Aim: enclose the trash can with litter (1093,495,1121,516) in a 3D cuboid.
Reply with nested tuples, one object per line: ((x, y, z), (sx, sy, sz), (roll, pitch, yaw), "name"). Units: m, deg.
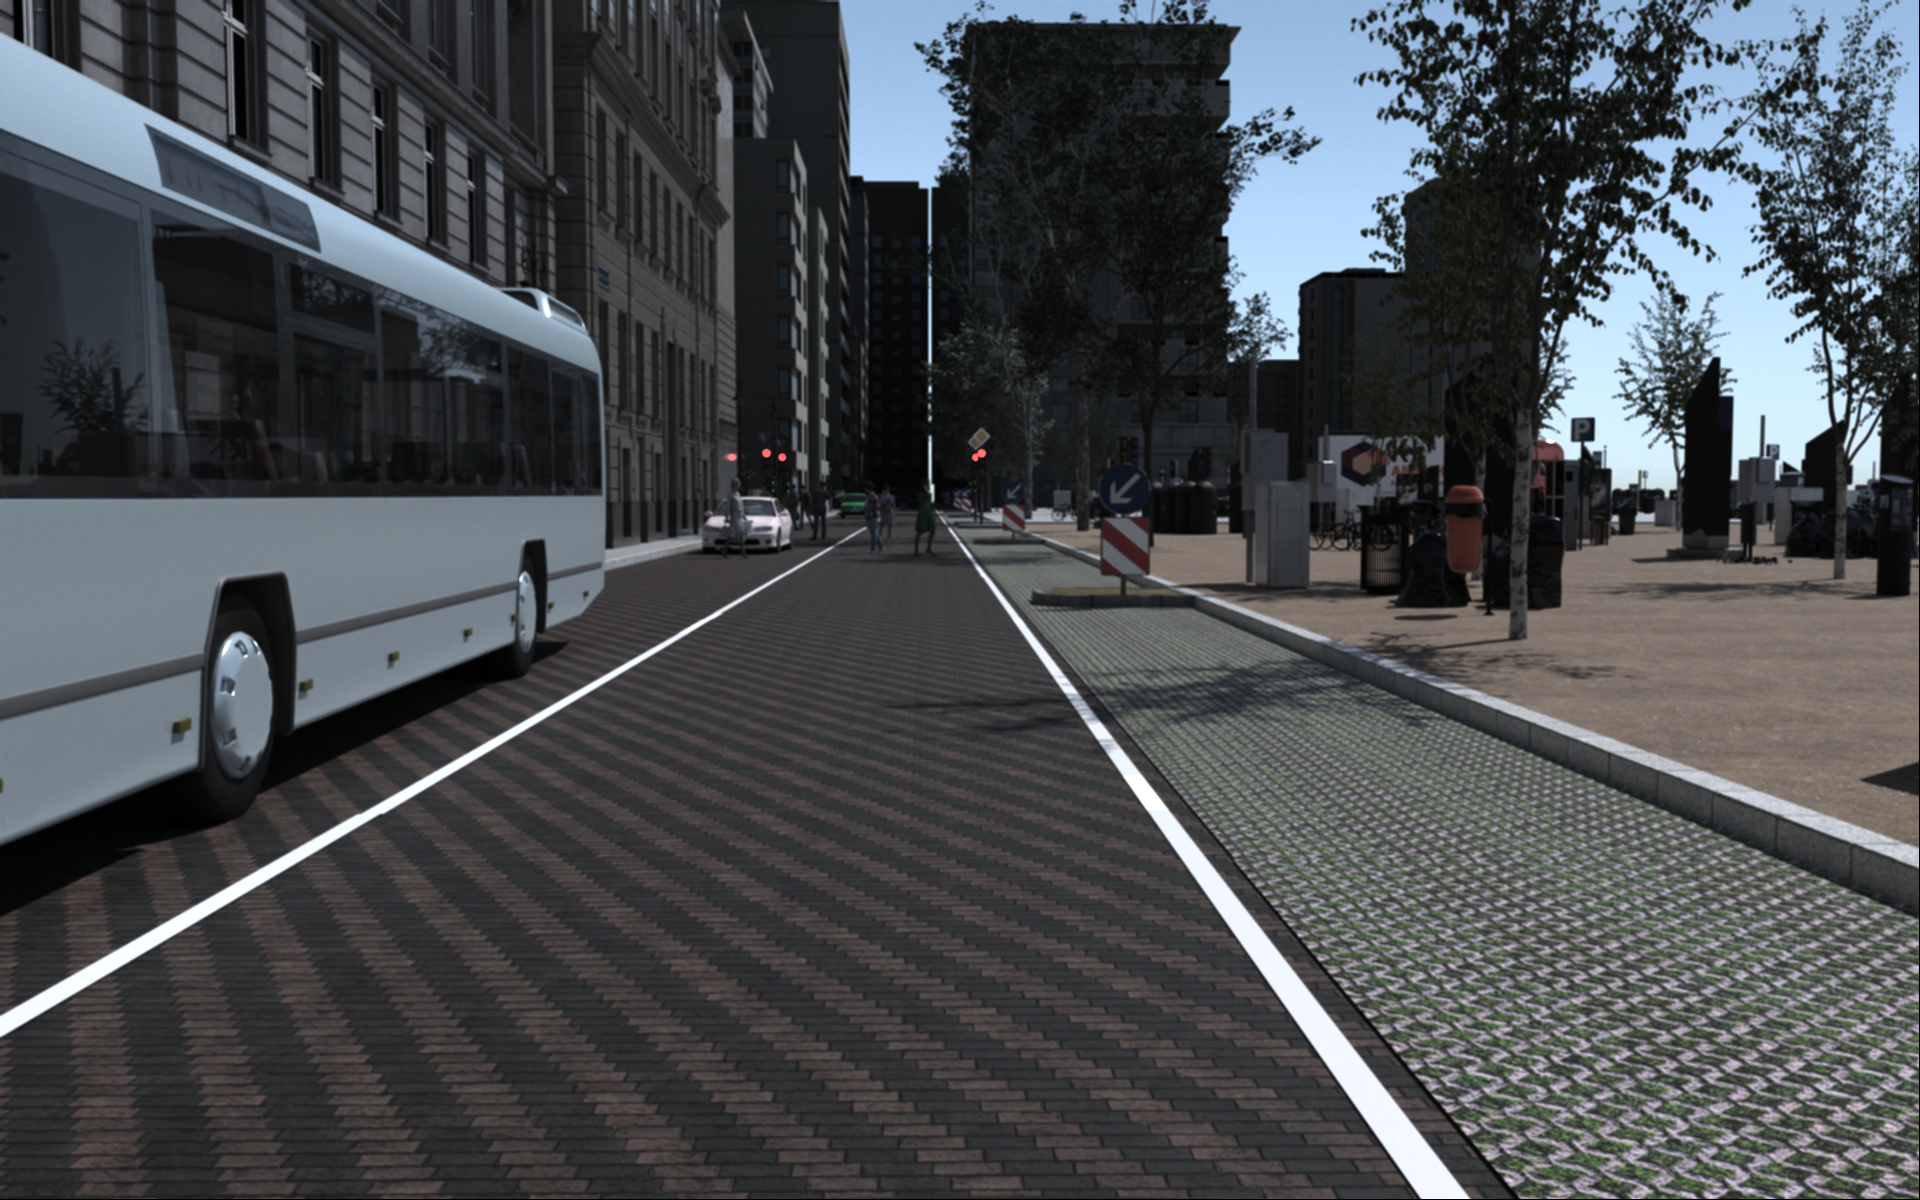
((8.511, -5.601, 102.629), (2.233, 1.210, 1.678), (0, 4, 7), "trash can with litter")

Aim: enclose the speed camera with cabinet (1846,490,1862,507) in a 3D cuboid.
((37.028, -4.852, 73.659), (2.038, 3.252, 0.660), (0, 4, 1), "speed camera with cabinet")

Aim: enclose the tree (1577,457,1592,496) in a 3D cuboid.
((32.395, -5.884, 90.798), (1.663, 3.219, 1.824), (0, 3, 0), "tree")

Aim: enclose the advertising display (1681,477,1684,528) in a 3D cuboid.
((27.631, -3.671, 65.231), (0.974, 1.923, 0.123), (1, 4, 21), "advertising display")

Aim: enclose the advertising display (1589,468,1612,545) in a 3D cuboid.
((16.203, -2.363, 43.853), (0.123, 1.923, 0.974), (0, 4, -5), "advertising display")

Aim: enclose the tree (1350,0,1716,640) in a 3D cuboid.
((5.167, -3.963, 15.162), (4.360, 8.622, 3.978), (0, 3, 0), "tree")

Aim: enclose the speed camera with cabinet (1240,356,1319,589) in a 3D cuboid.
((4.404, -1.828, 24.217), (0.660, 3.252, 2.038), (0, 4, -1), "speed camera with cabinet")

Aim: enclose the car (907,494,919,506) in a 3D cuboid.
((-5.545, -12.466, 212.609), (1.959, 1.807, 4.718), (0, 3, 0), "car")

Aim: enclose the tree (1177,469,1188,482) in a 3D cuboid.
((17.590, -8.595, 135.129), (1.663, 3.219, 1.824), (0, 3, 0), "tree")

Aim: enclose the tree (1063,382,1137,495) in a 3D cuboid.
((9.164, -9.835, 111.160), (4.360, 8.622, 3.978), (0, 3, 0), "tree")

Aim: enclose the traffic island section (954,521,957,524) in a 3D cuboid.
((0.753, -3.568, 80.620), (2.009, 0.180, 2.903), (0, 4, -1), "traffic island section")

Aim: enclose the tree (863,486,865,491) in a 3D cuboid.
((-12.381, -13.094, 208.682), (1.663, 3.219, 1.824), (0, 3, 0), "tree")

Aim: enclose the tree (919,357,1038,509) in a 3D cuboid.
((1.603, -14.691, 150.563), (12.009, 13.543, 11.850), (0, 3, 0), "tree")

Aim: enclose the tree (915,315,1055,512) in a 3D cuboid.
((1.816, -13.201, 122.498), (9.857, 13.997, 8.962), (0, 3, 0), "tree")

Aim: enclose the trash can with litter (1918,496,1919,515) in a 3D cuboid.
((63.315, -6.280, 113.736), (1.678, 1.210, 2.233), (-1, 4, -15), "trash can with litter")

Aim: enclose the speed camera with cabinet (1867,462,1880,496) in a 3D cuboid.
((54.935, -6.797, 105.471), (2.038, 3.252, 0.660), (1, 4, 13), "speed camera with cabinet")

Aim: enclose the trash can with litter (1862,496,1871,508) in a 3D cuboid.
((69.018, -7.292, 130.282), (1.678, 1.210, 2.233), (-1, 4, -21), "trash can with litter")

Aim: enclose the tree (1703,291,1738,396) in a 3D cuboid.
((24.847, -6.696, 59.847), (4.737, 8.622, 4.395), (0, 3, 0), "tree")

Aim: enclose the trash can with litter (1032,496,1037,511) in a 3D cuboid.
((5.638, -7.418, 132.671), (0.624, 1.170, 1.055), (-1, 4, -20), "trash can with litter")

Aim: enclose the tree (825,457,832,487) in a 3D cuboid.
((-10.645, -8.430, 121.550), (4.285, 4.588, 4.351), (0, 3, 0), "tree")

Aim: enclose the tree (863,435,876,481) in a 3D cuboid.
((-12.513, -16.215, 215.479), (4.360, 8.622, 3.978), (0, 3, 0), "tree")

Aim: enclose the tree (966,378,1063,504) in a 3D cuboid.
((3.447, -9.777, 110.213), (4.360, 8.622, 3.978), (0, 3, 0), "tree")

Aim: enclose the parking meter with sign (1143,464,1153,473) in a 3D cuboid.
((10.797, -6.341, 99.934), (0.543, 3.016, 1.738), (0, 4, 2), "parking meter with sign")

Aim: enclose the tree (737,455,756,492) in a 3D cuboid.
((-9.785, -4.831, 73.588), (1.663, 3.219, 1.824), (0, 3, 0), "tree")

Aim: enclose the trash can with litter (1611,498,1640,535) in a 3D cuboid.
((20.627, -2.612, 54.095), (1.055, 1.170, 0.624), (0, 4, -5), "trash can with litter")

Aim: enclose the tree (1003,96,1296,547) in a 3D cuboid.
((4.307, -6.564, 41.732), (7.601, 10.594, 8.767), (-3, 4, -36), "tree")

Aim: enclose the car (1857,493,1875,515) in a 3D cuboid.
((40.162, -4.280, 78.767), (4.718, 1.807, 1.959), (0, 4, -2), "car")

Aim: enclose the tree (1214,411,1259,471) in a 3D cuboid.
((24.659, -12.377, 152.725), (4.737, 8.622, 4.395), (0, 3, 0), "tree")

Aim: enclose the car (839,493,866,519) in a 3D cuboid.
((-6.211, -5.757, 102.921), (1.959, 1.807, 4.718), (0, 4, -3), "car")

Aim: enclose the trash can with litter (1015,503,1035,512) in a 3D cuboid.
((4.355, -7.027, 125.942), (2.233, 1.210, 1.678), (0, 4, 2), "trash can with litter")

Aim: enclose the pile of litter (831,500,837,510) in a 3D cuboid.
((-10.685, -7.952, 143.984), (1.176, 0.858, 1.719), (2, 4, 32), "pile of litter")

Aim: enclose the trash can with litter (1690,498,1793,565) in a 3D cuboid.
((14.717, -1.306, 32.415), (1.678, 1.210, 2.233), (1, 4, 14), "trash can with litter")

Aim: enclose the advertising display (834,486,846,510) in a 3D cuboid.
((-9.859, -8.362, 141.940), (0.974, 1.923, 0.123), (0, 4, 3), "advertising display")

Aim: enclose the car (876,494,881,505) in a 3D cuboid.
((-7.694, -9.365, 161.919), (1.959, 1.807, 4.718), (0, 4, -1), "car")

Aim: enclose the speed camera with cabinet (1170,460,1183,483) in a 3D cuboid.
((13.433, -6.579, 101.906), (2.038, 3.252, 0.660), (1, 4, 17), "speed camera with cabinet")

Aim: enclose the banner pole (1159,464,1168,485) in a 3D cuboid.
((16.877, -9.359, 143.036), (0.863, 3.779, 0.401), (1, 4, 15), "banner pole")

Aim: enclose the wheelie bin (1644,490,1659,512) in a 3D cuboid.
((48.386, -6.926, 121.148), (0.980, 1.594, 0.693), (1, 4, 20), "wheelie bin")

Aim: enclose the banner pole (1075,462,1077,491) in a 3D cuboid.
((9.030, -8.797, 133.854), (0.401, 3.779, 0.863), (1, 4, 21), "banner pole")

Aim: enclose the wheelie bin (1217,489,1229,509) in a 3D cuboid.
((14.755, -5.521, 98.180), (0.980, 1.594, 0.693), (0, 4, 0), "wheelie bin")

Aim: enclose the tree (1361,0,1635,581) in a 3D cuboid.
((7.811, -4.605, 25.652), (4.737, 8.622, 4.395), (0, 3, 0), "tree")

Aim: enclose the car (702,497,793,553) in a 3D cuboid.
((-5.266, -1.893, 43.307), (2.083, 1.381, 4.827), (0, 4, 1), "car")

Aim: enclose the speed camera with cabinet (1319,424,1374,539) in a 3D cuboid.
((10.888, -3.379, 49.581), (2.038, 3.252, 0.660), (-2, 4, -27), "speed camera with cabinet")

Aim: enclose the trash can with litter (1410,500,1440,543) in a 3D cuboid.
((9.108, -1.359, 33.602), (0.624, 1.170, 1.055), (3, 5, 43), "trash can with litter")

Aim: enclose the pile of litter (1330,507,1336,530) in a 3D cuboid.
((13.143, -2.838, 60.367), (1.719, 0.858, 1.176), (2, 4, 28), "pile of litter")

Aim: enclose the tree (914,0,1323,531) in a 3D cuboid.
((5.170, -12.387, 58.416), (12.611, 20.169, 13.585), (0, 3, 0), "tree")

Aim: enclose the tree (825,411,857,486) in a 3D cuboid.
((-10.926, -12.392, 152.969), (4.737, 8.622, 4.395), (0, 3, 0), "tree")

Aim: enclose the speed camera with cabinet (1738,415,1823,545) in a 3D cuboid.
((20.762, -3.026, 43.806), (2.038, 3.252, 0.660), (-1, 4, -11), "speed camera with cabinet")

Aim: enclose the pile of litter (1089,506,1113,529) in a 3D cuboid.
((5.462, -3.095, 64.563), (1.719, 0.858, 1.176), (1, 4, 22), "pile of litter")

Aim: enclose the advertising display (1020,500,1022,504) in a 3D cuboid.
((4.970, -8.338, 141.542), (0.123, 1.923, 0.974), (0, 4, -3), "advertising display")

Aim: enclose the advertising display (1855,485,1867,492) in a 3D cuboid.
((63.455, -7.132, 121.819), (0.974, 1.923, 0.123), (0, 4, -2), "advertising display")

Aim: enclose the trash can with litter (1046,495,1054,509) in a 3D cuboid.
((7.740, -8.269, 146.251), (1.678, 1.210, 2.233), (2, 4, 28), "trash can with litter")

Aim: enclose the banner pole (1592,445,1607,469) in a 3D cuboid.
((32.962, -6.066, 89.199), (0.863, 3.779, 0.401), (0, 4, 1), "banner pole")

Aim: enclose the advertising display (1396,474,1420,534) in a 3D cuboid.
((14.353, -3.048, 55.046), (0.974, 1.923, 0.123), (0, 4, 5), "advertising display")

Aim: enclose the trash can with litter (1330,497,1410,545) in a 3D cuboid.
((10.664, -2.037, 44.369), (1.678, 1.210, 2.233), (2, 4, 29), "trash can with litter")
